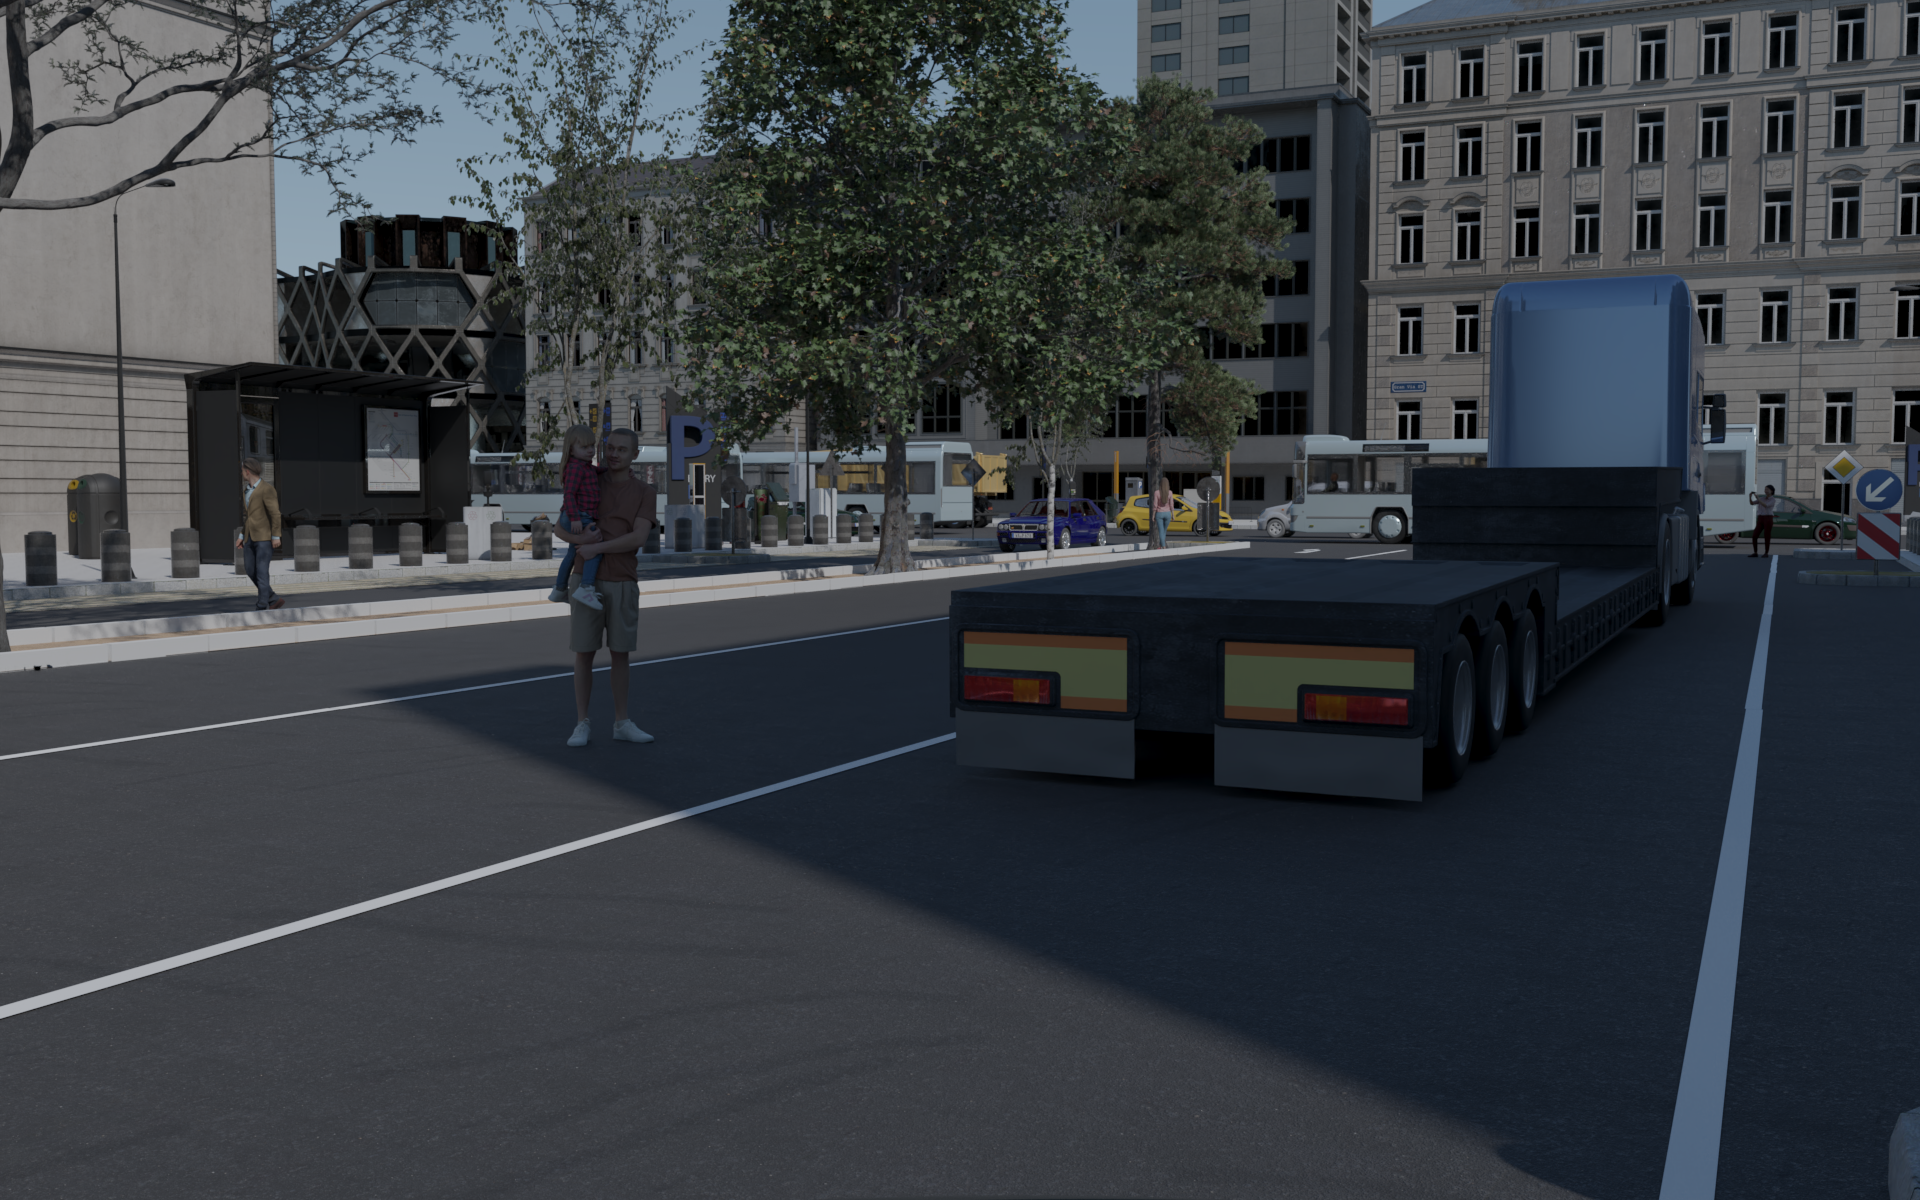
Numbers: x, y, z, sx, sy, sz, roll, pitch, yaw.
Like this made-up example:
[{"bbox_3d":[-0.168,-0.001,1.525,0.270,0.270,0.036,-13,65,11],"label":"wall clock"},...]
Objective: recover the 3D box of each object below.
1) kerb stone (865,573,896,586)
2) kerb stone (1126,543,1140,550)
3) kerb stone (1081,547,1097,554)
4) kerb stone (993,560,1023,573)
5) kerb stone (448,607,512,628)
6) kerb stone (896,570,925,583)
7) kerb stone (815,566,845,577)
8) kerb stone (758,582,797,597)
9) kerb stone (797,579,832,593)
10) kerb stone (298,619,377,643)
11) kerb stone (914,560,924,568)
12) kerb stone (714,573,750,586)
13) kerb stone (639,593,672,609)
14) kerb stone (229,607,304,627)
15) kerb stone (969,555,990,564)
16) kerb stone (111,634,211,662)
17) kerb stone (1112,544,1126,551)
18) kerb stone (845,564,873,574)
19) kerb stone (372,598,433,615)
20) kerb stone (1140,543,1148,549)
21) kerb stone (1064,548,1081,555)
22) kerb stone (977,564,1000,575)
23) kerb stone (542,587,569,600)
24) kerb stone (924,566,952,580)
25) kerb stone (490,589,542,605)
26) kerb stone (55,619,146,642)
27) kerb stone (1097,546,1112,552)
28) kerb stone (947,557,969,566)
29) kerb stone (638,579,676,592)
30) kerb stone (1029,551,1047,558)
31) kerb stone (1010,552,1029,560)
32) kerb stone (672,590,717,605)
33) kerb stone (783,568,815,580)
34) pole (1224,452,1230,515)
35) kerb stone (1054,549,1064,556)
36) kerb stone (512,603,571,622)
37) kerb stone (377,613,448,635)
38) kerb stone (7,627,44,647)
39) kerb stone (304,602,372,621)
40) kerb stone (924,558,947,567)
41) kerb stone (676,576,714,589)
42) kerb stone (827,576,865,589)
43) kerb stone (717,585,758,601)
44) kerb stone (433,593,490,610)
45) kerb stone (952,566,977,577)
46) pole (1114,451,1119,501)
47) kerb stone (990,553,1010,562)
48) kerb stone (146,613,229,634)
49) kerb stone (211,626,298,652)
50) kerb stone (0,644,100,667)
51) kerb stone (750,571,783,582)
[{"bbox_3d":[-1.338,-0.311,27.380,0.120,0.150,1.000,2,4,25],"label":"kerb stone"},{"bbox_3d":[4.287,-1.339,44.087,0.120,0.150,1.000,2,4,25],"label":"kerb stone"},{"bbox_3d":[2.967,-1.168,41.293,0.120,0.150,1.000,2,4,25],"label":"kerb stone"},{"bbox_3d":[0.870,-0.600,32.012,0.120,0.150,1.000,2,4,25],"label":"kerb stone"},{"bbox_3d":[-5.321,0.196,19.000,0.120,0.150,1.000,2,4,25],"label":"kerb stone"},{"bbox_3d":[-0.894,-0.374,28.308,0.120,0.150,1.000,2,4,25],"label":"kerb stone"},{"bbox_3d":[-2.341,-0.486,30.144,0.120,0.150,1.000,2,4,25],"label":"kerb stone"},{"bbox_3d":[-2.665,-0.144,24.580,0.120,0.150,1.000,2,4,25],"label":"kerb stone"},{"bbox_3d":[-2.223,-0.202,25.513,0.120,0.150,1.000,2,4,25],"label":"kerb stone"},{"bbox_3d":[-6.207,0.309,17.141,0.120,0.150,1.000,2,4,25],"label":"kerb stone"},{"bbox_3d":[-1.013,-0.650,32.939,0.120,0.150,1.000,2,4,25],"label":"kerb stone"},{"bbox_3d":[-3.673,-0.314,27.357,0.120,0.150,1.000,2,4,25],"label":"kerb stone"},{"bbox_3d":[-3.998,0.025,21.787,0.120,0.150,1.000,2,4,25],"label":"kerb stone"},{"bbox_3d":[-7.651,0.196,18.985,0.120,0.150,1.000,2,4,25],"label":"kerb stone"},{"bbox_3d":[0.312,-0.827,35.734,0.120,0.150,1.000,2,4,25],"label":"kerb stone"},{"bbox_3d":[-7.086,0.423,15.274,0.120,0.150,1.000,2,4,25],"label":"kerb stone"},{"bbox_3d":[3.847,-1.282,43.150,0.120,0.150,1.000,2,4,25],"label":"kerb stone"},{"bbox_3d":[-1.900,-0.543,31.080,0.120,0.150,1.000,2,4,25],"label":"kerb stone"},{"bbox_3d":[-6.769,0.085,20.848,0.120,0.150,1.000,2,4,25],"label":"kerb stone"},{"bbox_3d":[4.729,-1.396,45.018,0.120,0.150,1.000,2,4,25],"label":"kerb stone"},{"bbox_3d":[2.517,-1.111,40.366,0.120,0.150,1.000,2,4,25],"label":"kerb stone"},{"bbox_3d":[0.422,-0.541,31.089,0.120,0.150,1.000,2,4,25],"label":"kerb stone"},{"bbox_3d":[-5.439,-0.088,23.639,0.120,0.150,1.000,2,4,25],"label":"kerb stone"},{"bbox_3d":[-0.451,-0.430,29.233,0.120,0.150,1.000,2,4,25],"label":"kerb stone"},{"bbox_3d":[-5.889,-0.031,22.709,0.120,0.150,1.000,2,4,25],"label":"kerb stone"},{"bbox_3d":[-8.539,0.310,17.121,0.120,0.150,1.000,2,4,25],"label":"kerb stone"},{"bbox_3d":[3.404,-1.225,42.224,0.120,0.150,1.000,2,4,25],"label":"kerb stone"},{"bbox_3d":[-0.128,-0.771,34.800,0.120,0.150,1.000,2,4,25],"label":"kerb stone"},{"bbox_3d":[-4.562,-0.202,25.496,0.120,0.150,1.000,2,4,25],"label":"kerb stone"},{"bbox_3d":[1.638,-0.998,38.513,0.120,0.150,1.000,2,4,25],"label":"kerb stone"},{"bbox_3d":[1.197,-0.941,37.586,0.120,0.150,1.000,2,4,25],"label":"kerb stone"},{"bbox_3d":[-3.554,-0.032,22.715,0.120,0.150,1.000,2,4,25],"label":"kerb stone"},{"bbox_3d":[-2.787,-0.429,29.216,0.120,0.150,1.000,2,4,25],"label":"kerb stone"},{"bbox_3d":[12.302,-5.258,79.804,0.158,3.312,0.155,0,3,0],"label":"pole"},{"bbox_3d":[2.077,-1.055,39.439,0.120,0.150,1.000,2,4,25],"label":"kerb stone"},{"bbox_3d":[-4.876,0.138,19.933,0.120,0.150,1.000,2,4,25],"label":"kerb stone"},{"bbox_3d":[-5.766,0.252,18.067,0.120,0.150,1.000,2,4,25],"label":"kerb stone"},{"bbox_3d":[-8.985,0.367,16.197,0.120,0.150,1.000,2,4,25],"label":"kerb stone"},{"bbox_3d":[-7.207,0.139,19.916,0.120,0.150,1.000,2,4,25],"label":"kerb stone"},{"bbox_3d":[-0.570,-0.714,33.873,0.120,0.150,1.000,2,4,25],"label":"kerb stone"},{"bbox_3d":[-4.116,-0.256,26.426,0.120,0.150,1.000,2,4,25],"label":"kerb stone"},{"bbox_3d":[-1.777,-0.259,26.436,0.120,0.150,1.000,2,4,25],"label":"kerb stone"},{"bbox_3d":[-3.118,-0.081,23.644,0.120,0.150,1.000,2,4,25],"label":"kerb stone"},{"bbox_3d":[-6.330,0.026,21.775,0.120,0.150,1.000,2,4,25],"label":"kerb stone"},{"bbox_3d":[-0.013,-0.487,30.161,0.120,0.150,1.000,2,4,25],"label":"kerb stone"},{"bbox_3d":[7.422,-5.408,82.267,0.158,3.312,0.155,0,3,0],"label":"pole"},{"bbox_3d":[0.757,-0.885,36.658,0.120,0.150,1.000,2,4,25],"label":"kerb stone"},{"bbox_3d":[-8.100,0.253,18.051,0.120,0.150,1.000,2,4,25],"label":"kerb stone"},{"bbox_3d":[-6.656,0.366,16.205,0.120,0.150,1.000,2,4,25],"label":"kerb stone"},{"bbox_3d":[-7.535,0.480,14.342,0.120,0.150,1.000,2,4,25],"label":"kerb stone"},{"bbox_3d":[-3.238,-0.373,28.290,0.120,0.150,1.000,2,4,25],"label":"kerb stone"}]
